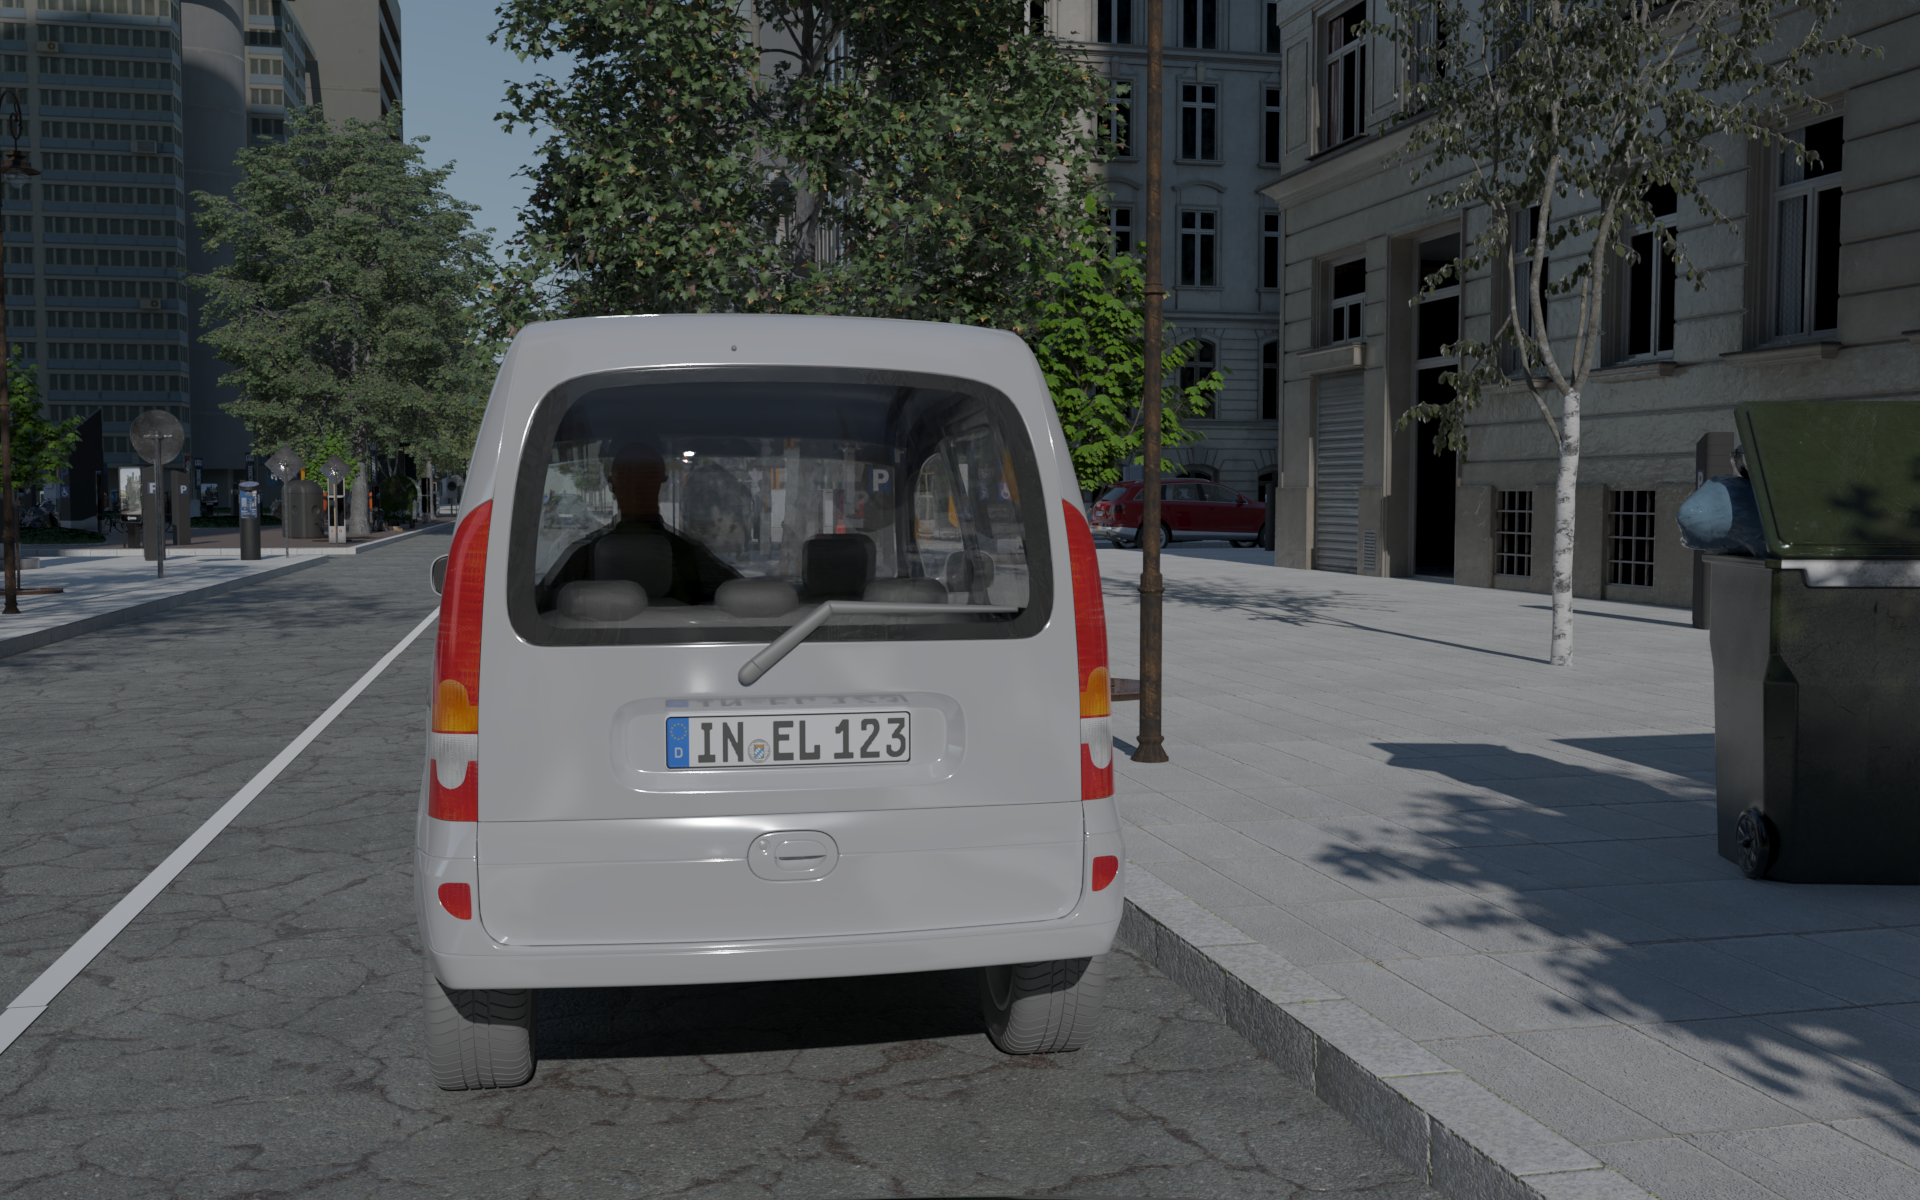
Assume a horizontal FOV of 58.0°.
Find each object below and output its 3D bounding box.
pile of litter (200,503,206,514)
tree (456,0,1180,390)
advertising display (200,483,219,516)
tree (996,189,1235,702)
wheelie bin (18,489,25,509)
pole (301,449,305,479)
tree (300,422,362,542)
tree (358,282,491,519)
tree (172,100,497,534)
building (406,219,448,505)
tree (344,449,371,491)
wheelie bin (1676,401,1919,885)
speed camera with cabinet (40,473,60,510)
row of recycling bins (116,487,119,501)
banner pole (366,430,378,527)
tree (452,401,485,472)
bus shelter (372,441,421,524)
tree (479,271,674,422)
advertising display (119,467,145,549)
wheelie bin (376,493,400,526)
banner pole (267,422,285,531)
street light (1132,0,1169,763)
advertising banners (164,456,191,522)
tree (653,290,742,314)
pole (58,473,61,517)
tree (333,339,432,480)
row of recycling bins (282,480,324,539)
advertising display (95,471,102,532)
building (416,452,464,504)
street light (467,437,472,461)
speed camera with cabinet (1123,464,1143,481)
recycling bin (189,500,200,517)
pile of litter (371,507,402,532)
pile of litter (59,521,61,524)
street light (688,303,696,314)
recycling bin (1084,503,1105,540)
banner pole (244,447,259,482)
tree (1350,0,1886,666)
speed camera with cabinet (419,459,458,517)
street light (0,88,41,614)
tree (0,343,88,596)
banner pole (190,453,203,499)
[{"bbox_3d":[-45.453,-5.474,103.461,1.176,0.858,1.719,2,4,24],"label":"pile of litter"},{"bbox_3d":[-1.976,-6.446,22.397,9.611,12.733,9.660,0,3,0],"label":"tree"},{"bbox_3d":[-43.739,-5.855,100.950,0.974,1.923,0.123,-1,4,-12],"label":"advertising display"},{"bbox_3d":[0.916,-1.008,11.078,1.663,3.219,1.824,0,3,0],"label":"tree"},{"bbox_3d":[-42.941,-4.337,78.821,0.980,1.594,0.693,0,4,2],"label":"wheelie bin"},{"bbox_3d":[-29.943,-5.206,78.953,0.158,3.312,0.155,0,3,0],"label":"pole"},{"bbox_3d":[-16.881,-3.192,46.795,1.663,3.219,1.824,0,3,0],"label":"tree"},{"bbox_3d":[-27.616,-10.486,89.567,7.486,12.596,7.792,0,3,0],"label":"tree"},{"bbox_3d":[-19.368,-9.082,55.138,9.857,13.997,8.962,0,3,0],"label":"tree"},{"bbox_3d":[-79.853,-31.728,210.641,32.217,40.220,23.993,-1,4,-13],"label":"building"},{"bbox_3d":[-38.742,-7.796,111.175,4.285,4.588,4.351,0,3,0],"label":"tree"},{"bbox_3d":[2.924,0.123,5.904,0.980,1.594,0.693,0,4,4],"label":"wheelie bin"},{"bbox_3d":[-52.667,-6.482,100.323,2.038,3.252,0.660,3,5,45],"label":"speed camera with cabinet"},{"bbox_3d":[-48.348,-5.734,100.862,1.069,1.692,3.534,-1,4,-10],"label":"row of recycling bins"},{"bbox_3d":[-22.859,-4.725,67.275,0.401,3.779,0.863,1,4,15],"label":"banner pole"},{"bbox_3d":[-34.254,-10.507,122.149,4.737,8.622,4.395,0,3,0],"label":"tree"},{"bbox_3d":[-24.745,-5.207,76.414,1.731,3.624,6.357,-1,4,-13],"label":"bus shelter"},{"bbox_3d":[-15.462,-10.318,79.071,12.009,13.543,11.850,0,3,0],"label":"tree"},{"bbox_3d":[-19.556,-2.186,40.957,0.974,1.923,0.123,2,4,35],"label":"advertising display"},{"bbox_3d":[-22.797,-3.746,69.157,0.980,1.594,0.693,-2,4,-29],"label":"wheelie bin"},{"bbox_3d":[-23.546,-4.269,59.820,0.401,3.779,0.863,3,5,40],"label":"banner pole"},{"bbox_3d":[0.916,-2.164,8.164,0.468,5.910,1.993,-1,4,-13],"label":"street light"},{"bbox_3d":[-35.262,-5.014,78.162,0.090,3.025,2.074,1,4,8],"label":"advertising banners"},{"bbox_3d":[-8.474,-7.322,54.132,7.601,10.594,8.767,-3,5,-42],"label":"tree"},{"bbox_3d":[-50.124,-6.273,96.410,0.158,3.312,0.155,0,3,0],"label":"pole"},{"bbox_3d":[-23.247,-7.347,70.491,4.360,8.622,3.978,0,3,0],"label":"tree"},{"bbox_3d":[-19.385,-2.679,50.921,1.069,1.692,3.534,-2,4,-26],"label":"row of recycling bins"},{"bbox_3d":[-24.593,-2.707,49.469,0.123,1.923,0.974,-2,4,-28],"label":"advertising display"},{"bbox_3d":[-83.256,-24.005,237.518,27.650,21.520,28.899,-1,4,-13],"label":"building"},{"bbox_3d":[-33.158,-8.844,117.387,0.468,5.910,1.993,-1,4,-13],"label":"street light"},{"bbox_3d":[6.211,-3.700,54.828,2.038,3.252,0.660,0,4,-2],"label":"speed camera with cabinet"},{"bbox_3d":[-33.891,-3.888,76.126,0.722,1.027,0.722,-3,5,-41],"label":"recycling bin"},{"bbox_3d":[-19.839,-2.799,59.729,1.176,0.858,1.719,-2,4,-24],"label":"pile of litter"},{"bbox_3d":[-37.265,-3.568,72.308,1.719,0.858,1.176,3,4,38],"label":"pile of litter"},{"bbox_3d":[-5.607,-3.879,36.210,0.468,5.910,1.993,-1,4,-13],"label":"street light"},{"bbox_3d":[3.609,-2.208,48.660,0.722,1.027,0.722,-2,4,-31],"label":"recycling bin"},{"bbox_3d":[-37.305,-6.206,91.477,0.863,3.779,0.401,-3,4,-36],"label":"banner pole"},{"bbox_3d":[4.663,-3.826,12.923,4.360,8.622,3.978,0,3,0],"label":"tree"},{"bbox_3d":[-29.504,-6.337,97.944,2.038,3.252,0.660,-3,5,-39],"label":"speed camera with cabinet"},{"bbox_3d":[-10.172,-2.789,18.393,0.468,5.910,1.993,-1,4,-13],"label":"street light"},{"bbox_3d":[-12.008,-1.690,22.231,1.663,3.219,1.824,0,3,0],"label":"tree"},{"bbox_3d":[-46.162,-7.012,104.660,0.863,3.779,0.401,-3,4,-36],"label":"banner pole"}]
